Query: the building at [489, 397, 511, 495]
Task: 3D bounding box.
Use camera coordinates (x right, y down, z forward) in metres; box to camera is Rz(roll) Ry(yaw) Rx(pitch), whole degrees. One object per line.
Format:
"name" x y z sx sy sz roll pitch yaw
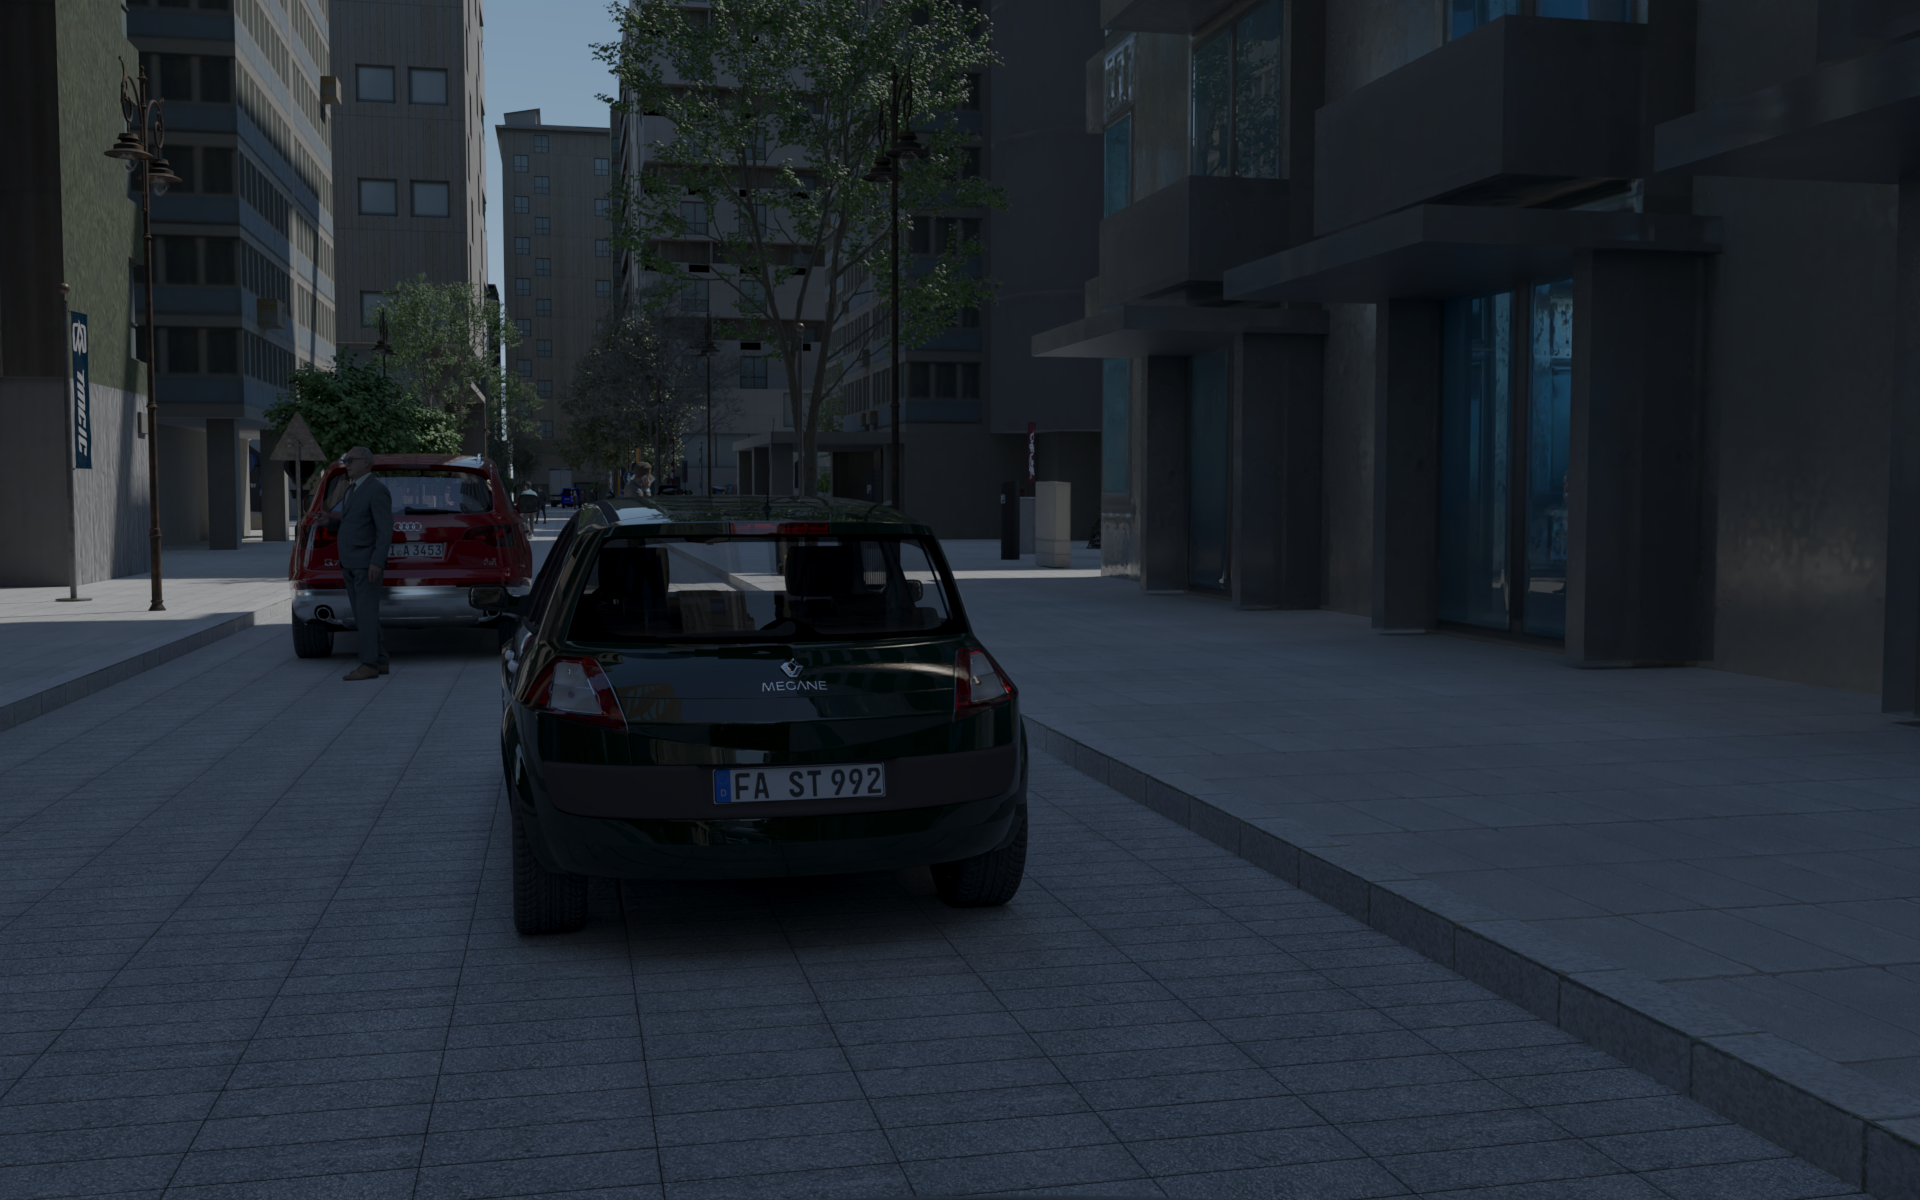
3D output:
"building" -69.825 -54.508 203.884 31.000 86.520 22.319 -1 4 -13

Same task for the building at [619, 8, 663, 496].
"building" -22.072 -33.405 169.876 21.300 48.544 21.600 -1 4 -13

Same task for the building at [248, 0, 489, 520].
"building" -40.057 -30.853 93.688 28.713 52.752 27.495 -1 4 -13

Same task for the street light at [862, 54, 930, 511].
"street light" -0.705 -2.814 18.803 0.468 5.910 1.993 -1 4 -13

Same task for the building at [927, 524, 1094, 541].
"building" 9.276 -22.236 55.436 32.217 40.220 23.993 -1 4 -13

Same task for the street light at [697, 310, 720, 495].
"street light" -6.306 -4.326 43.520 0.468 5.910 1.993 -1 4 -13

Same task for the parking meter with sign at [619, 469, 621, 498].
"parking meter with sign" -23.332 -7.549 119.691 0.543 3.016 1.738 -1 4 -8

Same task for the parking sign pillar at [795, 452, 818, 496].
"parking sign pillar" -8.839 -6.796 99.586 1.447 3.967 1.447 0 4 -1

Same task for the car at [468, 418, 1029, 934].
"car" -1.004 0.160 7.178 2.009 1.686 4.222 -1 4 -15

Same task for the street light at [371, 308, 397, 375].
"street light" -14.321 -4.305 43.182 0.468 5.910 1.993 -1 4 -13

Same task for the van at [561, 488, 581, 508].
"van" -39.040 -10.377 174.041 2.240 2.365 5.245 -1 4 -11

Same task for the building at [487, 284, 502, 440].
"building" -69.928 -28.426 236.464 14.107 30.474 14.160 -1 4 -13

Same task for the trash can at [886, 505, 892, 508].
"trash can" -1.194 -0.661 22.469 0.748 1.137 0.748 0 3 0

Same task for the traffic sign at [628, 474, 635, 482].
"traffic sign" -14.260 -4.461 76.581 0.795 2.450 0.064 -1 4 -13

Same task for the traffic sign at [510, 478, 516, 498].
"traffic sign" -35.458 -8.362 136.822 0.768 2.556 0.104 -1 4 -10

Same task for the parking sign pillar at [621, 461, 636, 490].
"parking sign pillar" -22.193 -7.851 116.832 1.447 3.967 1.447 1 4 19

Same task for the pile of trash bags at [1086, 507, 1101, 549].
"pile of trash bags" 4.419 -1.946 41.565 1.912 1.369 3.447 2 4 27

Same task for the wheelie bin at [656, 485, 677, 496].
"wheelie bin" -9.813 -3.087 58.380 0.980 1.594 0.693 -2 4 -27

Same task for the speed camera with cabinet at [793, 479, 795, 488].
"speed camera with cabinet" -10.530 -6.795 105.427 2.038 3.252 0.660 -2 4 -27

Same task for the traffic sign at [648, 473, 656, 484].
"traffic sign" -12.479 -3.985 68.796 0.795 2.450 0.064 -1 4 -13

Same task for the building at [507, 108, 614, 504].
"building" -51.053 -40.202 246.541 27.495 52.752 28.713 -1 4 -13

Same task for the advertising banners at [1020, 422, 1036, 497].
"advertising banners" 1.445 -2.778 41.602 0.090 3.025 2.074 2 4 24

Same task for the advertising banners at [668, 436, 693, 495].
"advertising banners" -8.558 -3.474 52.987 0.090 3.025 2.074 1 4 11

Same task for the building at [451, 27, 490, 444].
"building" -41.268 -26.890 123.240 14.154 41.232 14.086 -1 4 -13

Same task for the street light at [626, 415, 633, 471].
"street light" -18.941 -7.721 99.022 0.468 5.910 1.993 -1 4 -13

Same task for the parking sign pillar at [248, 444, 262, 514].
"parking sign pillar" -32.963 -5.611 80.209 1.447 3.967 1.447 1 4 9

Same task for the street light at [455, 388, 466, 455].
"street light" -21.798 -6.294 75.692 0.468 5.910 1.993 -1 4 -13

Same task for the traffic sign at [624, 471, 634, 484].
"traffic sign" -18.330 -5.891 96.419 0.768 2.556 0.104 0 4 -6

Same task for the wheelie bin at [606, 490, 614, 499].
"wheelie bin" -27.784 -7.936 137.656 0.693 1.594 0.980 -1 4 -16

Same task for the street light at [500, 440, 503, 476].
"street light" -33.054 -9.306 124.944 0.468 5.910 1.993 -1 4 -13

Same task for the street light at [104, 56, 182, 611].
"street light" -8.833 -2.819 18.878 0.468 5.910 1.993 -1 4 -13

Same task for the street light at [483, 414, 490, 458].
"street light" -27.302 -7.780 99.993 0.468 5.910 1.993 -1 4 -13

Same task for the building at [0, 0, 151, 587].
"building" -18.649 -15.153 19.448 14.160 30.474 14.107 -1 4 -13

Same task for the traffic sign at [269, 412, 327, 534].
"traffic sign" -10.455 -1.674 27.376 0.884 2.594 0.081 0 4 -5

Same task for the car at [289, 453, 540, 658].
"car" -5.237 -0.500 16.845 2.281 1.827 5.304 -1 4 -15

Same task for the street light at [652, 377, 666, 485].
"street light" -11.883 -5.849 68.411 0.468 5.910 1.993 -1 4 -13

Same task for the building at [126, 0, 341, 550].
"building" -29.568 -21.602 45.070 23.993 40.220 32.217 -1 4 -13

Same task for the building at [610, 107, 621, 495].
"building" -30.415 -30.779 186.834 14.154 41.232 14.086 -1 4 -13

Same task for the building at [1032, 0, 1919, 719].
"building" 14.336 -24.200 15.273 23.786 49.044 30.456 -1 4 -13

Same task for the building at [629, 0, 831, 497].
"building" -11.500 -33.373 134.880 28.713 52.752 27.495 -1 4 -13
